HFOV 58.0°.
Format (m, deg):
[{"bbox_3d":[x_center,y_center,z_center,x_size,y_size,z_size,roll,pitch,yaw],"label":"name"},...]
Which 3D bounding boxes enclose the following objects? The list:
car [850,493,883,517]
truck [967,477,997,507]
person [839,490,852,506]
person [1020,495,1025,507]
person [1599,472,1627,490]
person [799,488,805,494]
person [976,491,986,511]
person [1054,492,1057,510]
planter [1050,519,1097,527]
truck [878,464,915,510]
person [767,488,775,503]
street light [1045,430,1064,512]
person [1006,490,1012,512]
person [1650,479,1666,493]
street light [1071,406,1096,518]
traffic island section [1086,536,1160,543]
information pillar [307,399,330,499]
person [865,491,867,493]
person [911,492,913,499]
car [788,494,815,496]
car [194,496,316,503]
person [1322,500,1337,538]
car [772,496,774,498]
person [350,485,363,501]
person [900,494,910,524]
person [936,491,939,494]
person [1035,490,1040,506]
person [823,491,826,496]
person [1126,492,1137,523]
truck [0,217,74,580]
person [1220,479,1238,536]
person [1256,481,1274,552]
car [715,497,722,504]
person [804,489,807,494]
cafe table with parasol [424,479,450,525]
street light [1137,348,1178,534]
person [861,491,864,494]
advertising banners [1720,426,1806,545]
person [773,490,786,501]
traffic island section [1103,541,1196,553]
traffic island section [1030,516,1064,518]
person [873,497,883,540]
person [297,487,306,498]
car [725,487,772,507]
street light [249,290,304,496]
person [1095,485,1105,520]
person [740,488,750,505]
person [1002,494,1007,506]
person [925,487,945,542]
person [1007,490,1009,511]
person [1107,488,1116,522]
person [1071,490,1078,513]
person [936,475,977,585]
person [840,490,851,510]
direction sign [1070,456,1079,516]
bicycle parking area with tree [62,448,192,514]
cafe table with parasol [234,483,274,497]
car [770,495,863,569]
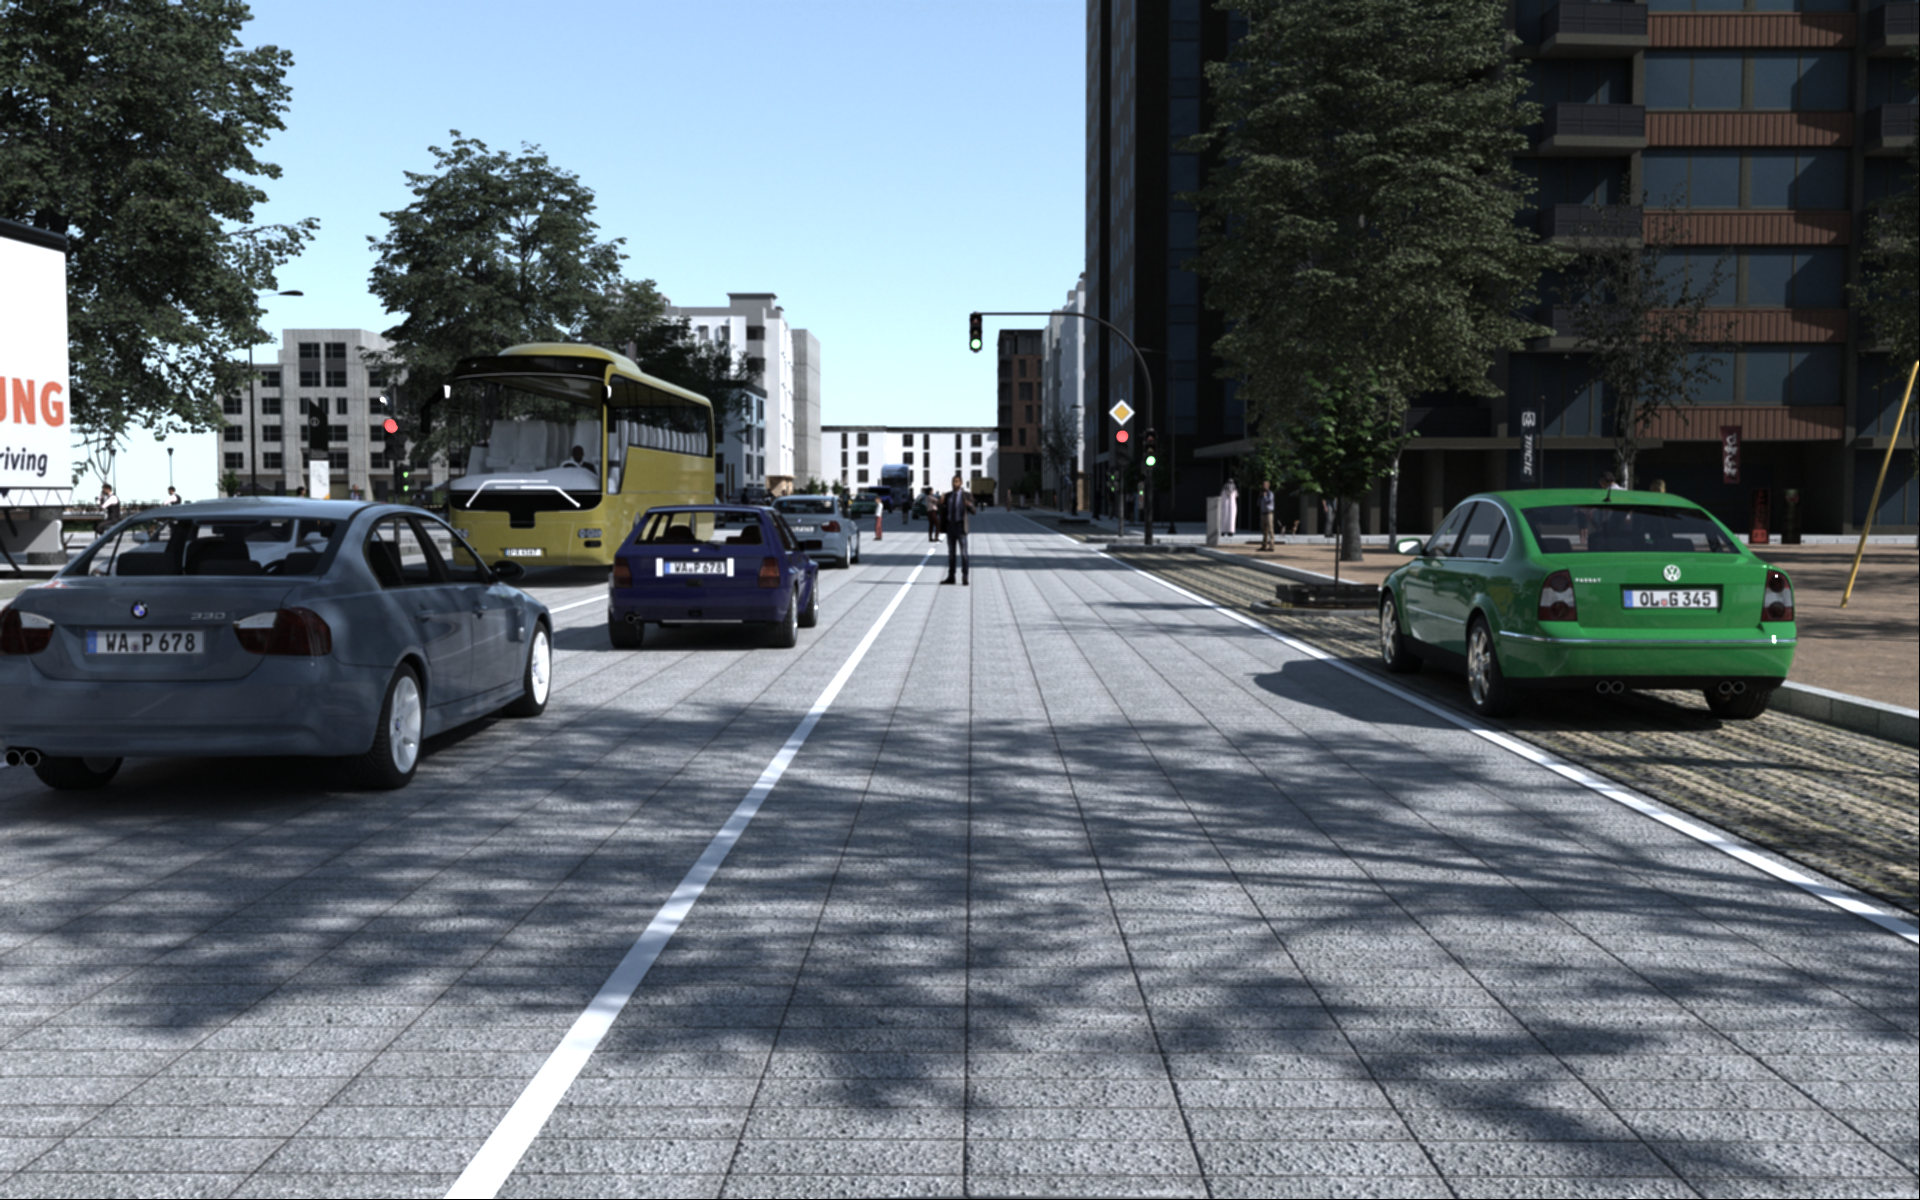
[{"bbox_3d":[-5.780,-6.025,107.313,1.959,1.807,4.718,0,4,1],"label":"car"},{"bbox_3d":[2.551,-12.367,198.131,3.469,3.379,9.791,0,4,0],"label":"truck"},{"bbox_3d":[-8.554,-7.319,128.679,1.217,1.766,0.721,2,4,26],"label":"person"},{"bbox_3d":[6.115,-9.720,168.096,0.551,1.740,0.621,1,4,13],"label":"person"},{"bbox_3d":[8.067,-0.814,21.562,0.614,1.554,0.590,0,4,-2],"label":"person"},{"bbox_3d":[-8.293,-4.969,90.429,0.565,1.739,0.600,3,5,41],"label":"person"},{"bbox_3d":[1.753,-8.146,142.513,0.721,1.723,1.217,-3,4,-38],"label":"person"},{"bbox_3d":[7.583,-7.839,137.465,0.557,1.426,1.065,0,4,1],"label":"person"},{"bbox_3d":[4.988,-3.384,76.470,1.991,0.319,1.994,0,4,0],"label":"planter"},{"bbox_3d":[-5.680,-10.466,160.875,2.967,4.110,18.799,0,4,0],"label":"truck"},{"bbox_3d":[-11.167,-5.715,102.397,0.683,1.767,0.568,-2,4,-28],"label":"person"},{"bbox_3d":[6.868,-9.418,126.533,1.470,5.913,1.316,0,4,0],"label":"street light"},{"bbox_3d":[3.997,-7.999,139.840,0.434,1.755,0.990,2,4,27],"label":"person"},{"bbox_3d":[10.911,-1.124,26.966,0.613,1.512,0.480,-1,4,-15],"label":"person"},{"bbox_3d":[6.547,-7.248,91.051,1.470,5.913,1.316,0,4,0],"label":"street light"},{"bbox_3d":[4.809,-1.788,51.514,2.009,0.180,2.903,0,4,0],"label":"traffic island section"},{"bbox_3d":[-15.830,-3.142,42.732,0.504,3.616,0.183,-3,5,-41],"label":"information pillar"},{"bbox_3d":[-10.794,-11.577,197.792,0.705,1.823,1.348,1,4,16],"label":"person"},{"bbox_3d":[-5.237,-11.122,191.809,0.415,1.643,0.593,-2,4,-31],"label":"person"},{"bbox_3d":[-7.101,-4.040,77.857,2.131,1.459,4.920,0,4,2],"label":"car"},{"bbox_3d":[-7.523,-0.390,18.375,2.014,1.417,4.499,0,4,0],"label":"car"},{"bbox_3d":[10.918,-2.740,50.976,0.598,1.807,0.434,-2,4,-30],"label":"person"},{"bbox_3d":[-13.510,-6.560,119.263,2.014,1.417,4.499,0,4,1],"label":"car"},{"bbox_3d":[-18.548,-2.758,53.204,0.319,1.574,0.516,1,4,17],"label":"person"},{"bbox_3d":[-2.625,-4.301,82.049,0.421,1.427,0.697,-1,4,-16],"label":"person"},{"bbox_3d":[-2.338,-10.464,180.263,0.621,1.740,0.551,-2,4,-27],"label":"person"},{"bbox_3d":[8.044,-10.681,181.338,0.621,1.740,0.551,1,4,21],"label":"person"},{"bbox_3d":[-15.051,-11.275,191.862,0.593,1.643,0.415,2,4,34],"label":"person"},{"bbox_3d":[7.477,-4.088,76.065,0.628,1.438,0.799,-1,4,-20],"label":"person"},{"bbox_3d":[-11.012,-1.484,13.183,2.839,4.237,11.283,0,4,2],"label":"truck"},{"bbox_3d":[8.153,-2.798,52.454,0.551,1.740,0.621,0,4,-4],"label":"person"},{"bbox_3d":[6.851,-1.876,38.774,0.319,1.574,0.516,-1,4,-14],"label":"person"},{"bbox_3d":[-11.091,-3.765,73.927,2.083,1.381,4.827,0,4,-1],"label":"car"},{"bbox_3d":[-13.179,-8.464,146.901,1.348,1.822,0.705,3,5,41],"label":"person"},{"bbox_3d":[-21.244,-4.139,72.535,2.610,1.966,2.610,2,4,26],"label":"cafe table with parasol"},{"bbox_3d":[6.254,-5.063,55.326,1.470,5.913,1.316,0,4,0],"label":"street light"},{"bbox_3d":[-10.141,-10.415,179.459,0.551,1.740,0.621,-2,4,-29],"label":"person"},{"bbox_3d":[20.446,-2.935,44.169,2.074,3.025,0.090,1,4,14],"label":"advertising banners"},{"bbox_3d":[-6.928,-3.491,67.450,0.647,1.594,0.662,-2,4,-23],"label":"person"},{"bbox_3d":[4.749,-1.300,43.529,2.009,0.180,2.903,0,4,0],"label":"traffic island section"},{"bbox_3d":[5.194,-4.927,103.420,1.991,0.108,1.994,0,4,0],"label":"traffic island section"},{"bbox_3d":[-2.573,-2.540,53.945,0.340,1.345,0.435,-1,4,-9],"label":"person"},{"bbox_3d":[-18.723,-2.434,49.758,0.566,1.644,0.517,1,4,12],"label":"person"},{"bbox_3d":[-10.864,-4.926,89.220,2.281,1.827,5.304,0,4,1],"label":"car"},{"bbox_3d":[-15.664,-4.104,39.647,1.470,5.913,1.316,0,4,0],"label":"street light"},{"bbox_3d":[6.833,-4.754,84.474,0.504,1.737,0.576,0,4,5],"label":"person"},{"bbox_3d":[-10.652,-4.707,86.162,0.504,1.737,0.576,0,4,-1],"label":"person"},{"bbox_3d":[5.389,-11.580,201.057,0.991,1.433,0.599,-1,4,-14],"label":"person"},{"bbox_3d":[-0.743,-2.574,52.048,0.566,1.644,0.517,1,4,22],"label":"person"},{"bbox_3d":[4.157,-8.216,143.346,0.721,1.766,1.217,0,4,7],"label":"person"},{"bbox_3d":[7.080,-4.540,80.399,0.434,1.807,0.598,3,5,45],"label":"person"},{"bbox_3d":[7.582,-6.547,115.297,0.590,1.554,0.614,-2,4,-26],"label":"person"},{"bbox_3d":[-0.072,-1.098,27.270,0.655,1.722,0.431,2,4,31],"label":"person"},{"bbox_3d":[-8.259,-7.071,124.830,0.841,1.734,0.376,-1,4,-13],"label":"person"},{"bbox_3d":[6.825,-6.854,104.054,0.379,3.537,0.876,-1,4,-22],"label":"direction sign"},{"bbox_3d":[-51.360,-7.470,109.136,8.231,4.147,9.016,3,5,39],"label":"bicycle parking area with tree"},{"bbox_3d":[-39.979,-5.706,98.152,2.610,1.966,2.610,3,5,41],"label":"cafe table with parasol"},{"bbox_3d":[-2.979,-1.375,34.489,2.014,1.417,4.499,0,4,1],"label":"car"}]
